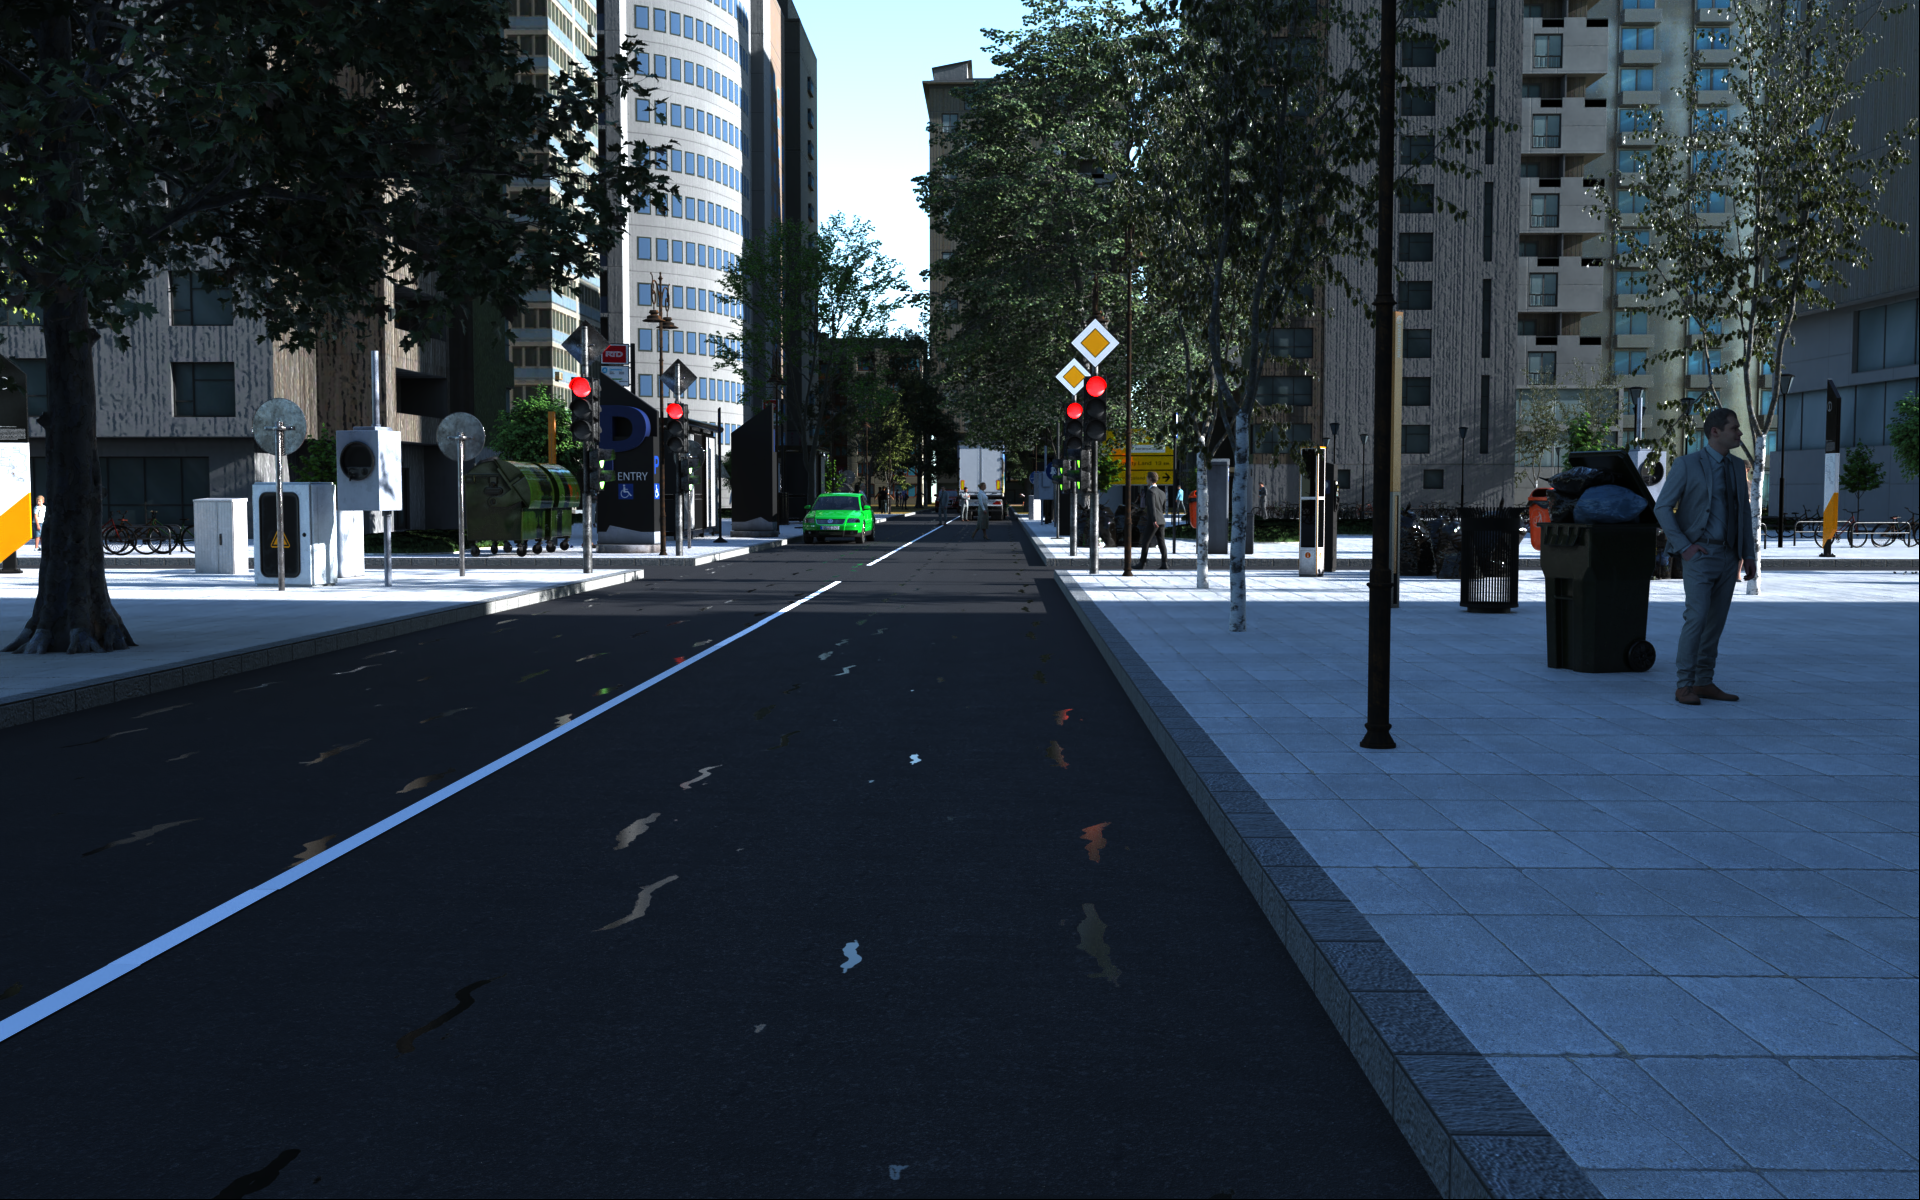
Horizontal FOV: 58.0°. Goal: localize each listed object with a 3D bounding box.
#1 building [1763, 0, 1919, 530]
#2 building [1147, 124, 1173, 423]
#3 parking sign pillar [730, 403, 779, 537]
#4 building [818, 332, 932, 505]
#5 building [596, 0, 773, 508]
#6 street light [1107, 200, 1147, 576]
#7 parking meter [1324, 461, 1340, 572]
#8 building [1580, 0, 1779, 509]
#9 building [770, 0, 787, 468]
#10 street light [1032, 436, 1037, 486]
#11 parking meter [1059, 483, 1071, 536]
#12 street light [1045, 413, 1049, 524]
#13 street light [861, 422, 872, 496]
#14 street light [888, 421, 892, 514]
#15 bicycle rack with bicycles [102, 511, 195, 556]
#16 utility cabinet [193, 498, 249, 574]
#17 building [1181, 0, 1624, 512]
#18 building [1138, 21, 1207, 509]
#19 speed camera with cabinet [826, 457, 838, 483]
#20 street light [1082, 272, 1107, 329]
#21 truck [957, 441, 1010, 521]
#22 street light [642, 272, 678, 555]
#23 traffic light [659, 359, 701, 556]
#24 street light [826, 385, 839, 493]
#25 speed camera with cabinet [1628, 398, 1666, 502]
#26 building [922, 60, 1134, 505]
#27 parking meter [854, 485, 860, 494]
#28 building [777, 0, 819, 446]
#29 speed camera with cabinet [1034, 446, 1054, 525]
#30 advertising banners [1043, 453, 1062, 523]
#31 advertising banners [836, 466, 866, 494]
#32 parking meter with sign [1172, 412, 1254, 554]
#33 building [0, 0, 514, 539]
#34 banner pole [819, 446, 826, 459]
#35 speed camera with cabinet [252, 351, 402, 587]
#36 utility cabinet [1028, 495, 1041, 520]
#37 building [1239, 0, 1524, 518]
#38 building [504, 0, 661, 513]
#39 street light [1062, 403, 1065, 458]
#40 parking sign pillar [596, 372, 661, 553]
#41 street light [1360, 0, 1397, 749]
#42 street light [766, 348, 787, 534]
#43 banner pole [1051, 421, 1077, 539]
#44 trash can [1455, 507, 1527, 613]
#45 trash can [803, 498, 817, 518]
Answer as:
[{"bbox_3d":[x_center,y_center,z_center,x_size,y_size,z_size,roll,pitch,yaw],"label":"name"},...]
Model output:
[{"bbox_3d":[46.903,-28.745,59.225,27.495,52.752,28.713,0,4,1],"label":"building"},{"bbox_3d":[30.370,-34.313,211.120,14.200,45.320,14.600,0,4,1],"label":"building"},{"bbox_3d":[-6.153,-3.870,51.741,1.447,3.967,1.447,1,4,13],"label":"parking sign pillar"},{"bbox_3d":[-18.585,-22.915,219.693,28.899,21.520,27.650,0,4,1],"label":"building"},{"bbox_3d":[-26.001,-35.678,125.330,21.231,58.520,28.212,0,4,1],"label":"building"},{"bbox_3d":[2.619,-3.308,26.879,0.468,5.910,1.993,0,4,1],"label":"street light"},{"bbox_3d":[6.049,-1.402,28.635,0.399,1.863,0.255,2,4,27],"label":"parking meter"},{"bbox_3d":[65.540,-33.130,161.287,30.456,49.044,23.786,0,4,1],"label":"building"},{"bbox_3d":[-22.567,-30.400,147.156,14.600,45.320,14.200,0,4,1],"label":"building"},{"bbox_3d":[4.643,-8.404,110.189,0.468,5.910,1.993,0,4,1],"label":"street light"},{"bbox_3d":[3.219,-2.923,53.509,0.399,1.863,0.255,0,4,2],"label":"parking meter"},{"bbox_3d":[3.689,-6.170,73.663,0.468,5.910,1.993,0,4,1],"label":"street light"},{"bbox_3d":[-4.930,-7.271,91.666,0.468,5.910,1.993,0,4,1],"label":"street light"},{"bbox_3d":[-4.488,-8.417,110.405,0.468,5.910,1.993,0,4,1],"label":"street light"},{"bbox_3d":[-17.589,-1.448,37.060,2.925,0.926,2.852,-1,4,-16],"label":"bicycle rack with bicycles"},{"bbox_3d":[-11.959,-1.030,28.008,1.020,1.237,0.306,2,4,32],"label":"utility cabinet"},{"bbox_3d":[31.259,-33.068,129.899,28.713,52.752,27.495,0,4,1],"label":"building"},{"bbox_3d":[28.667,-51.710,158.130,22.319,86.520,31.000,0,4,1],"label":"building"},{"bbox_3d":[-7.061,-5.930,91.285,0.660,3.252,2.038,1,4,17],"label":"speed camera with cabinet"},{"bbox_3d":[2.824,-3.886,36.321,0.468,5.910,1.993,0,4,1],"label":"street light"},{"bbox_3d":[1.326,-6.601,96.844,2.839,4.237,11.283,0,4,3],"label":"truck"},{"bbox_3d":[-6.234,-3.879,36.207,0.468,5.910,1.993,0,4,1],"label":"street light"},{"bbox_3d":[-5.828,-2.877,35.954,0.839,4.253,0.868,0,4,1],"label":"traffic light"},{"bbox_3d":[-5.387,-6.154,73.403,0.468,5.910,1.993,0,4,1],"label":"street light"},{"bbox_3d":[13.311,-2.502,35.249,2.038,3.252,0.660,-1,4,-14],"label":"speed camera with cabinet"},{"bbox_3d":[9.632,-38.535,219.284,27.495,52.752,28.713,0,4,1],"label":"building"},{"bbox_3d":[-6.410,-6.244,107.804,0.255,1.863,0.399,1,4,9],"label":"parking meter"},{"bbox_3d":[-25.154,-33.128,165.348,21.600,48.544,21.300,0,4,1],"label":"building"},{"bbox_3d":[4.077,-4.716,71.440,2.038,3.252,0.660,-1,4,-21],"label":"speed camera with cabinet"},{"bbox_3d":[4.316,-4.867,75.771,0.090,3.025,2.074,-2,4,-35],"label":"advertising banners"},{"bbox_3d":[-6.838,-6.953,109.874,2.074,3.025,0.090,-1,4,-12],"label":"advertising banners"},{"bbox_3d":[5.424,-2.497,37.080,1.738,3.016,0.543,1,4,11],"label":"parking meter with sign"},{"bbox_3d":[-23.051,-17.289,54.382,14.160,30.474,14.107,0,4,1],"label":"building"},{"bbox_3d":[-7.154,-6.079,89.407,0.401,3.779,0.863,2,4,31],"label":"banner pole"},{"bbox_3d":[-8.786,-1.814,23.998,2.038,3.252,0.660,1,4,16],"label":"speed camera with cabinet"},{"bbox_3d":[3.756,-4.634,86.922,0.306,1.237,1.020,1,4,23],"label":"utility cabinet"},{"bbox_3d":[22.754,-19.957,98.001,14.160,30.474,14.107,0,4,1],"label":"building"},{"bbox_3d":[-33.496,-24.692,95.595,32.217,40.220,23.993,0,4,1],"label":"building"},{"bbox_3d":[3.312,-5.053,55.397,0.468,5.910,1.993,0,4,1],"label":"street light"},{"bbox_3d":[-7.282,-3.030,38.020,1.447,3.967,1.447,1,4,8],"label":"parking sign pillar"},{"bbox_3d":[2.122,-2.191,8.616,0.468,5.910,1.993,0,4,1],"label":"street light"},{"bbox_3d":[-5.828,-5.037,55.139,0.468,5.910,1.993,0,4,1],"label":"street light"},{"bbox_3d":[3.035,-3.643,49.575,0.863,3.779,0.401,0,4,1],"label":"banner pole"},{"bbox_3d":[5.755,-0.438,18.815,0.748,1.137,0.748,0,3,0],"label":"trash can"},{"bbox_3d":[-5.883,-3.483,68.595,0.748,1.137,0.748,0,3,0],"label":"trash can"}]
